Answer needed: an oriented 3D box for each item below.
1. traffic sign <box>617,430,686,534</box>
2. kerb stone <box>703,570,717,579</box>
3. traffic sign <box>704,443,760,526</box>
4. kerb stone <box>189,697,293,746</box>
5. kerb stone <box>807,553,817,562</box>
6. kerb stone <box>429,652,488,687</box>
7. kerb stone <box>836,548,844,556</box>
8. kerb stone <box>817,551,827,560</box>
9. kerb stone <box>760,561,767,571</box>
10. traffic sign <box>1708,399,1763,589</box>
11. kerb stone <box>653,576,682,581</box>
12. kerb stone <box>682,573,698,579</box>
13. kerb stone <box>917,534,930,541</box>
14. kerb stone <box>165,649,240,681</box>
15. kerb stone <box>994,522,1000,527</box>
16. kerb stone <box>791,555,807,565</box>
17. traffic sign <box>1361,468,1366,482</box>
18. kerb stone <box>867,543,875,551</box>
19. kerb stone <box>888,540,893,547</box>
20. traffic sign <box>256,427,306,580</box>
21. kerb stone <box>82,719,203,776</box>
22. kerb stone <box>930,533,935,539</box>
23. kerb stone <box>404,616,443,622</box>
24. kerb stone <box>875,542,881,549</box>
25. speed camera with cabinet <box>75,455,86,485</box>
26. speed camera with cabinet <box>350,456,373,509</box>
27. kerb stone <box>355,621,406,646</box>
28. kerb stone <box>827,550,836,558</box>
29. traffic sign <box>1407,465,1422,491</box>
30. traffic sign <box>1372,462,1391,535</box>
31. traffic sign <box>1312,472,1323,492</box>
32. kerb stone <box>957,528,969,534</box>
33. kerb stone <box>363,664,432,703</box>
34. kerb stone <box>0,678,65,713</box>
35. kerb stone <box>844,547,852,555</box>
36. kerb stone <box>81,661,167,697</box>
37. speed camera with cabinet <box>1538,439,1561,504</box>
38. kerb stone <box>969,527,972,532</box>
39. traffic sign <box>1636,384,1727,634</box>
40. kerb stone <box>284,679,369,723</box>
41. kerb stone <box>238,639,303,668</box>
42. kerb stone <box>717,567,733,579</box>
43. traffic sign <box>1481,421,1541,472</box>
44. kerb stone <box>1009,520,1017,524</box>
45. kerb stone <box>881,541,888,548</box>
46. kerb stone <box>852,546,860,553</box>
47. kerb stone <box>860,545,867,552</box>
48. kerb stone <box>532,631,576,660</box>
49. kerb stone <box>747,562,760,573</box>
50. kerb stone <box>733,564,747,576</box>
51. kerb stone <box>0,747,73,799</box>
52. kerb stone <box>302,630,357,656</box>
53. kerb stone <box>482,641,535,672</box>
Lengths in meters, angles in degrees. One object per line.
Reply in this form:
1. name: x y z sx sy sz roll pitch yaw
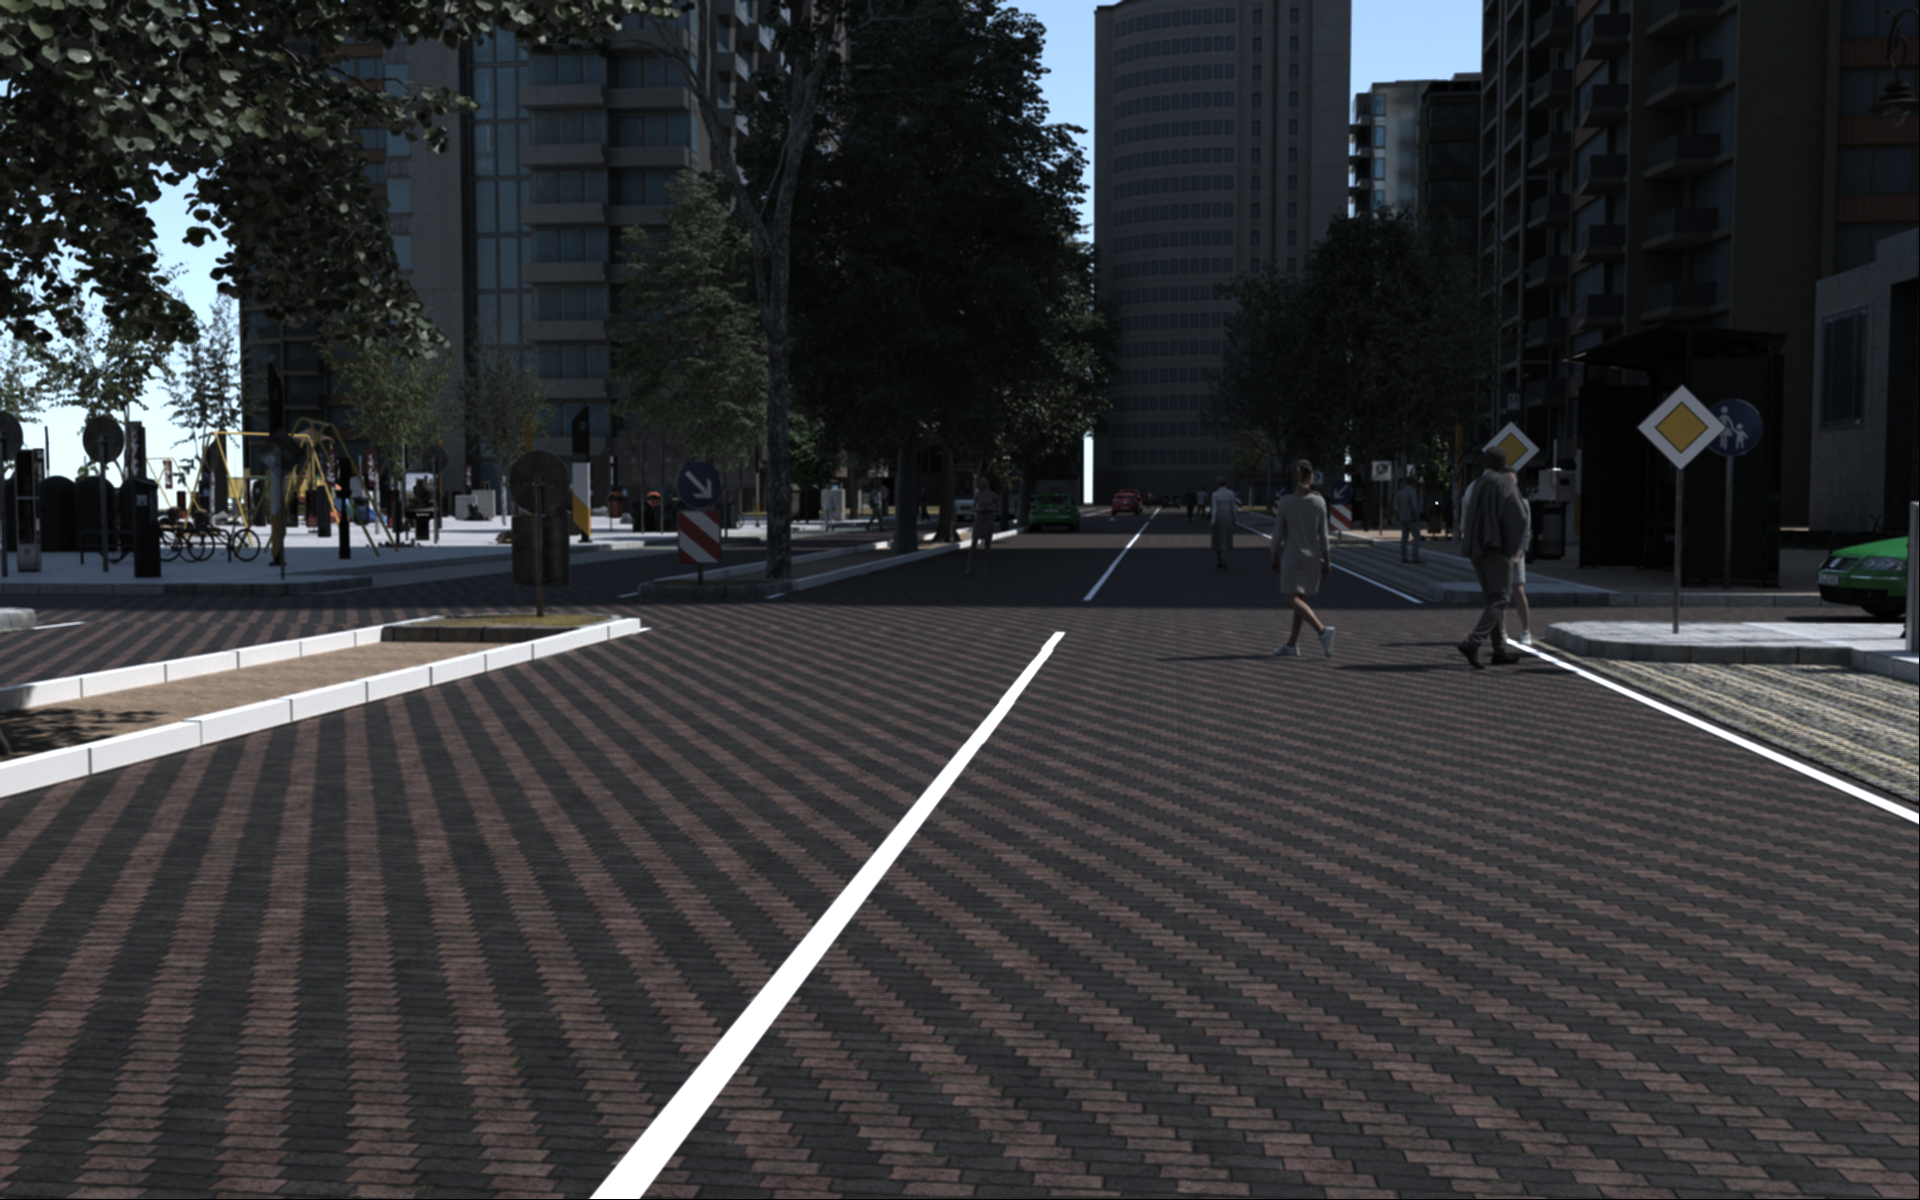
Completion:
1. traffic sign: -9.833 -3.754 55.251 2.265 3.308 0.079 1 4 9
2. kerb stone: -4.215 -0.376 28.416 0.120 0.150 1.000 0 4 7
3. traffic sign: -9.068 -4.585 68.831 2.265 3.308 0.079 1 4 11
4. kerb stone: -4.301 0.727 10.326 0.120 0.150 1.000 0 4 7
5. kerb stone: -3.233 -0.875 36.546 0.120 0.150 1.000 0 4 7
6. kerb stone: -3.926 0.539 13.385 0.120 0.150 1.000 0 4 7
7. kerb stone: -2.860 -1.065 39.609 0.120 0.150 1.000 0 4 7
8. kerb stone: -3.105 -0.940 37.568 0.120 0.150 1.000 0 4 7
9. kerb stone: -3.724 -0.629 32.486 0.120 0.150 1.000 0 4 7
10. traffic sign: 10.351 -1.419 23.308 0.768 2.556 0.104 1 4 15
11. kerb stone: -4.464 -0.256 26.375 0.120 0.150 1.000 0 4 7
12. kerb stone: -4.338 -0.313 27.392 0.120 0.150 1.000 0 4 7
13. kerb stone: -1.128 -1.927 53.855 0.120 0.150 1.000 0 4 7
14. kerb stone: -6.017 0.527 13.639 0.120 0.150 1.000 0 4 7
15. kerb stone: 1.716 -3.364 77.242 0.120 0.150 1.000 0 4 7
16. kerb stone: -3.359 -0.814 35.531 0.120 0.150 1.000 0 4 7
17. traffic sign: 19.192 -4.958 81.161 0.768 2.556 0.104 1 4 11
18. kerb stone: -2.360 -1.310 43.682 0.120 0.150 1.000 0 4 7
19. kerb stone: -1.994 -1.500 46.727 0.120 0.150 1.000 0 4 7
20. traffic sign: -10.170 -1.365 25.957 0.795 2.450 0.064 0 4 7
21. kerb stone: -4.416 0.796 9.311 0.120 0.150 1.000 0 4 7
22. kerb stone: -1.005 -1.999 54.874 0.120 0.150 1.000 0 4 7
23. kerb stone: -5.518 0.275 17.700 0.120 0.150 1.000 0 4 7
24. kerb stone: -2.239 -1.376 44.697 0.120 0.150 1.000 0 4 7
25. speed camera with cabinet: -45.404 -5.753 88.395 2.038 3.252 0.660 0 4 -4
26. speed camera with cabinet: -31.067 -5.844 89.884 0.660 3.252 2.038 0 4 -1
27. kerb stone: -5.644 0.339 16.686 0.120 0.150 1.000 0 4 7
28. kerb stone: -2.984 -0.997 38.588 0.120 0.150 1.000 0 4 7
29. traffic sign: 15.703 -3.523 59.733 0.606 2.300 0.079 1 4 16
30. traffic sign: 13.023 -3.144 53.536 0.606 2.300 0.079 1 4 8
31. traffic sign: 16.116 -4.668 78.449 0.606 2.300 0.079 1 4 12
32. kerb stone: 0.104 -2.559 64.032 0.120 0.150 1.000 0 4 7
33. kerb stone: -4.055 0.601 12.365 0.120 0.150 1.000 0 4 7
34. kerb stone: -6.258 0.648 11.600 0.120 0.150 1.000 0 4 7
35. kerb stone: -2.738 -1.127 40.629 0.120 0.150 1.000 0 4 7
36. kerb stone: -6.138 0.587 12.616 0.120 0.150 1.000 0 4 7
37. speed camera with cabinet: 22.096 -4.205 63.093 2.038 3.252 0.660 -1 4 -19
38. kerb stone: 0.232 -2.621 65.046 0.120 0.150 1.000 0 4 7
39. traffic sign: 6.579 -0.748 15.867 0.795 2.450 0.064 0 4 7
40. kerb stone: -4.179 0.664 11.346 0.120 0.150 1.000 0 4 7
41. kerb stone: -5.888 0.461 14.653 0.120 0.150 1.000 0 4 7
42. kerb stone: -4.089 -0.441 29.434 0.120 0.150 1.000 0 4 7
43. traffic sign: 7.542 -1.232 23.794 0.795 2.450 0.064 0 4 7
44. kerb stone: 2.575 -3.800 84.361 0.120 0.150 1.000 0 4 7
45. kerb stone: -2.116 -1.438 45.712 0.120 0.150 1.000 0 4 7
46. kerb stone: -2.612 -1.186 41.650 0.120 0.150 1.000 0 4 7
47. kerb stone: -2.487 -1.245 42.665 0.120 0.150 1.000 0 4 7
48. kerb stone: -3.671 0.418 15.417 0.120 0.150 1.000 0 4 7
49. kerb stone: -3.849 -0.567 31.464 0.120 0.150 1.000 0 4 7
50. kerb stone: -3.976 -0.505 30.449 0.120 0.150 1.000 0 4 7
51. kerb stone: -4.540 0.854 8.296 0.120 0.150 1.000 0 4 7
52. kerb stone: -5.767 0.403 15.668 0.120 0.150 1.000 0 4 7
53. kerb stone: -3.801 0.477 14.403 0.120 0.150 1.000 0 4 7
